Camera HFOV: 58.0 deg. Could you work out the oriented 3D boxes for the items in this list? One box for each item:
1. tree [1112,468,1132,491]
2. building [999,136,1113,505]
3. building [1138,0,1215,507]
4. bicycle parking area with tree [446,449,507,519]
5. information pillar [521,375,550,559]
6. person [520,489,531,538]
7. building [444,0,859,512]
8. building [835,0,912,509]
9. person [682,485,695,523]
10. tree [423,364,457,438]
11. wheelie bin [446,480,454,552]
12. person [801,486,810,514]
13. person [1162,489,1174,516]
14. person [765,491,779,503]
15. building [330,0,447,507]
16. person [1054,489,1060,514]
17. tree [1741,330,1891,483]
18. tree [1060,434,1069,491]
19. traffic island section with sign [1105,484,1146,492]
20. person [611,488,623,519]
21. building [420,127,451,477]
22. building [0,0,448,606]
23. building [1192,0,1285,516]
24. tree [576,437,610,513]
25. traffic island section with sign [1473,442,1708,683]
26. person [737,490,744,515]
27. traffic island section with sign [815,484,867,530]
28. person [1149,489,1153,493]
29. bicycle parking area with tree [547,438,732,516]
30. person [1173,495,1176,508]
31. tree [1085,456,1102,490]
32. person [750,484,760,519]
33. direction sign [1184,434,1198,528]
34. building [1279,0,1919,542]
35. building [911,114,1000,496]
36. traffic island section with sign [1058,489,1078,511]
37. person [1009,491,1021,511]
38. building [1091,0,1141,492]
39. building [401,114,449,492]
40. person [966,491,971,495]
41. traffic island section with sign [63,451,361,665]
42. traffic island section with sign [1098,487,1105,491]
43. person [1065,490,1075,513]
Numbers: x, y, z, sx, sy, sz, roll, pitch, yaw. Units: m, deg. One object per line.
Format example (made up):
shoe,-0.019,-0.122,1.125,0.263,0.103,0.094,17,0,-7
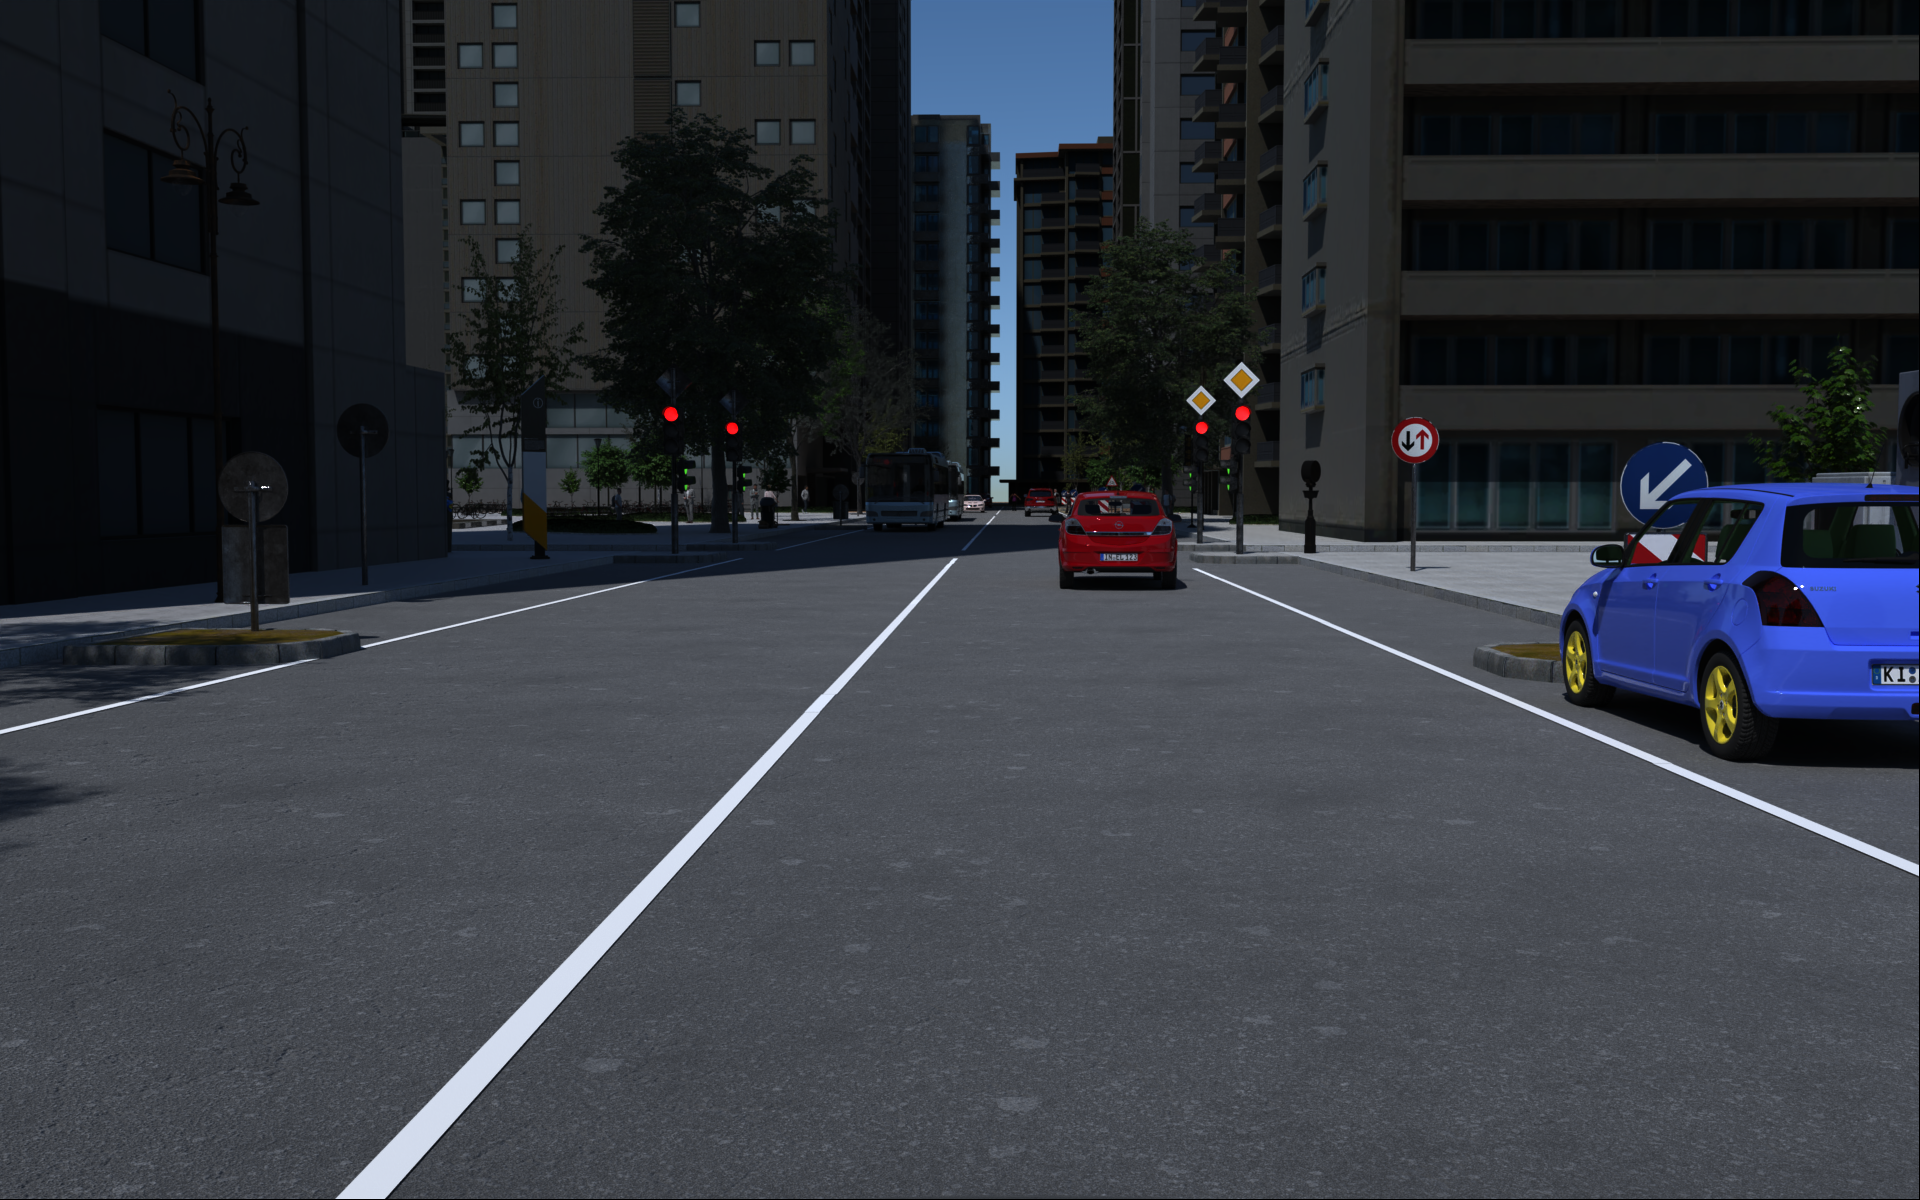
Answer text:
tree,11.671,-8.009,125.545,1.663,3.219,1.824,0,3,0
building,19.458,-34.268,214.910,28.867,44.769,22.147,0,4,2
building,24.395,-36.165,133.290,21.231,58.520,28.212,0,4,2
bicycle parking area with tree,-29.608,-6.221,88.719,8.231,4.147,9.016,3,5,40
information pillar,-8.356,-2.610,34.023,0.504,3.616,0.183,-3,4,-37
person,-12.623,-2.747,50.975,0.660,1.820,0.620,-3,5,-41
building,-22.200,-33.307,133.805,28.713,52.752,27.495,0,4,2
building,-15.935,-45.536,182.769,20.611,71.187,20.563,0,4,2
person,-11.947,-4.272,76.092,0.606,1.804,0.583,1,4,10
tree,-30.510,-8.983,97.229,4.360,8.622,3.978,0,3,0
wheelie bin,-11.542,-1.841,38.014,0.980,1.594,0.693,0,4,4
person,-10.144,-6.567,113.263,0.795,1.843,0.661,3,5,40
person,8.819,-3.957,73.341,0.503,1.515,0.523,1,4,10
person,-9.742,-5.082,89.802,0.731,1.740,0.598,-1,4,-23
building,-63.879,-47.623,216.892,20.611,71.187,20.563,0,4,2
person,6.436,-6.613,117.022,0.661,1.777,0.834,3,5,42
tree,10.482,-1.588,20.572,1.663,3.219,1.824,0,3,0
tree,13.244,-15.129,197.718,4.737,8.622,4.395,0,3,0
traffic island section with sign,7.053,-3.772,70.294,1.989,1.847,2.006,0,4,2
person,-12.641,-3.398,64.201,0.523,1.515,0.503,-2,4,-25
building,-38.515,-29.771,178.634,23.993,40.220,32.217,0,4,2
building,-21.029,-35.774,23.158,20.611,71.187,20.563,0,4,2
building,24.925,-27.164,98.757,22.147,44.769,28.867,0,4,2
tree,-20.183,-7.044,98.879,4.285,4.588,4.351,0,3,0
traffic island section with sign,5.254,-0.323,13.911,1.989,1.847,2.006,0,4,2
person,-10.962,-4.873,86.130,0.576,1.772,0.534,1,4,23
traffic island section with sign,-4.782,-3.749,69.931,1.989,1.847,2.006,0,4,2
person,11.132,-5.780,100.795,0.529,1.795,0.600,1,4,10
bicycle parking area with tree,-18.254,-6.434,92.198,9.016,4.147,8.231,2,4,27
person,10.166,-4.594,83.758,0.523,1.515,0.503,3,4,36
tree,11.420,-9.383,137.117,4.285,4.588,4.351,0,3,0
person,-10.400,-4.988,87.781,0.511,1.800,0.466,-1,4,-22
direction sign,8.841,-4.520,65.902,0.876,3.537,0.379,-3,5,-40
building,21.588,-26.372,54.888,21.600,48.544,21.300,0,4,2
building,-10.190,-36.584,217.757,30.456,49.044,23.786,0,4,2
traffic island section with sign,9.492,-8.438,146.590,1.989,1.847,2.006,0,4,2
person,4.656,-8.432,147.050,1.217,1.739,0.721,3,4,39
building,24.603,-45.453,181.406,20.563,71.187,20.611,0,4,2
building,-58.108,-30.920,189.131,14.086,41.232,14.154,0,4,2
person,0.851,-10.009,172.592,0.683,1.767,0.568,1,4,18
traffic island section with sign,-6.516,-0.417,15.443,1.989,1.847,2.006,0,4,2
traffic island section with sign,7.929,-5.447,97.691,1.989,1.847,2.006,0,4,2
person,8.166,-7.319,128.965,0.742,1.727,0.445,-3,4,-37
